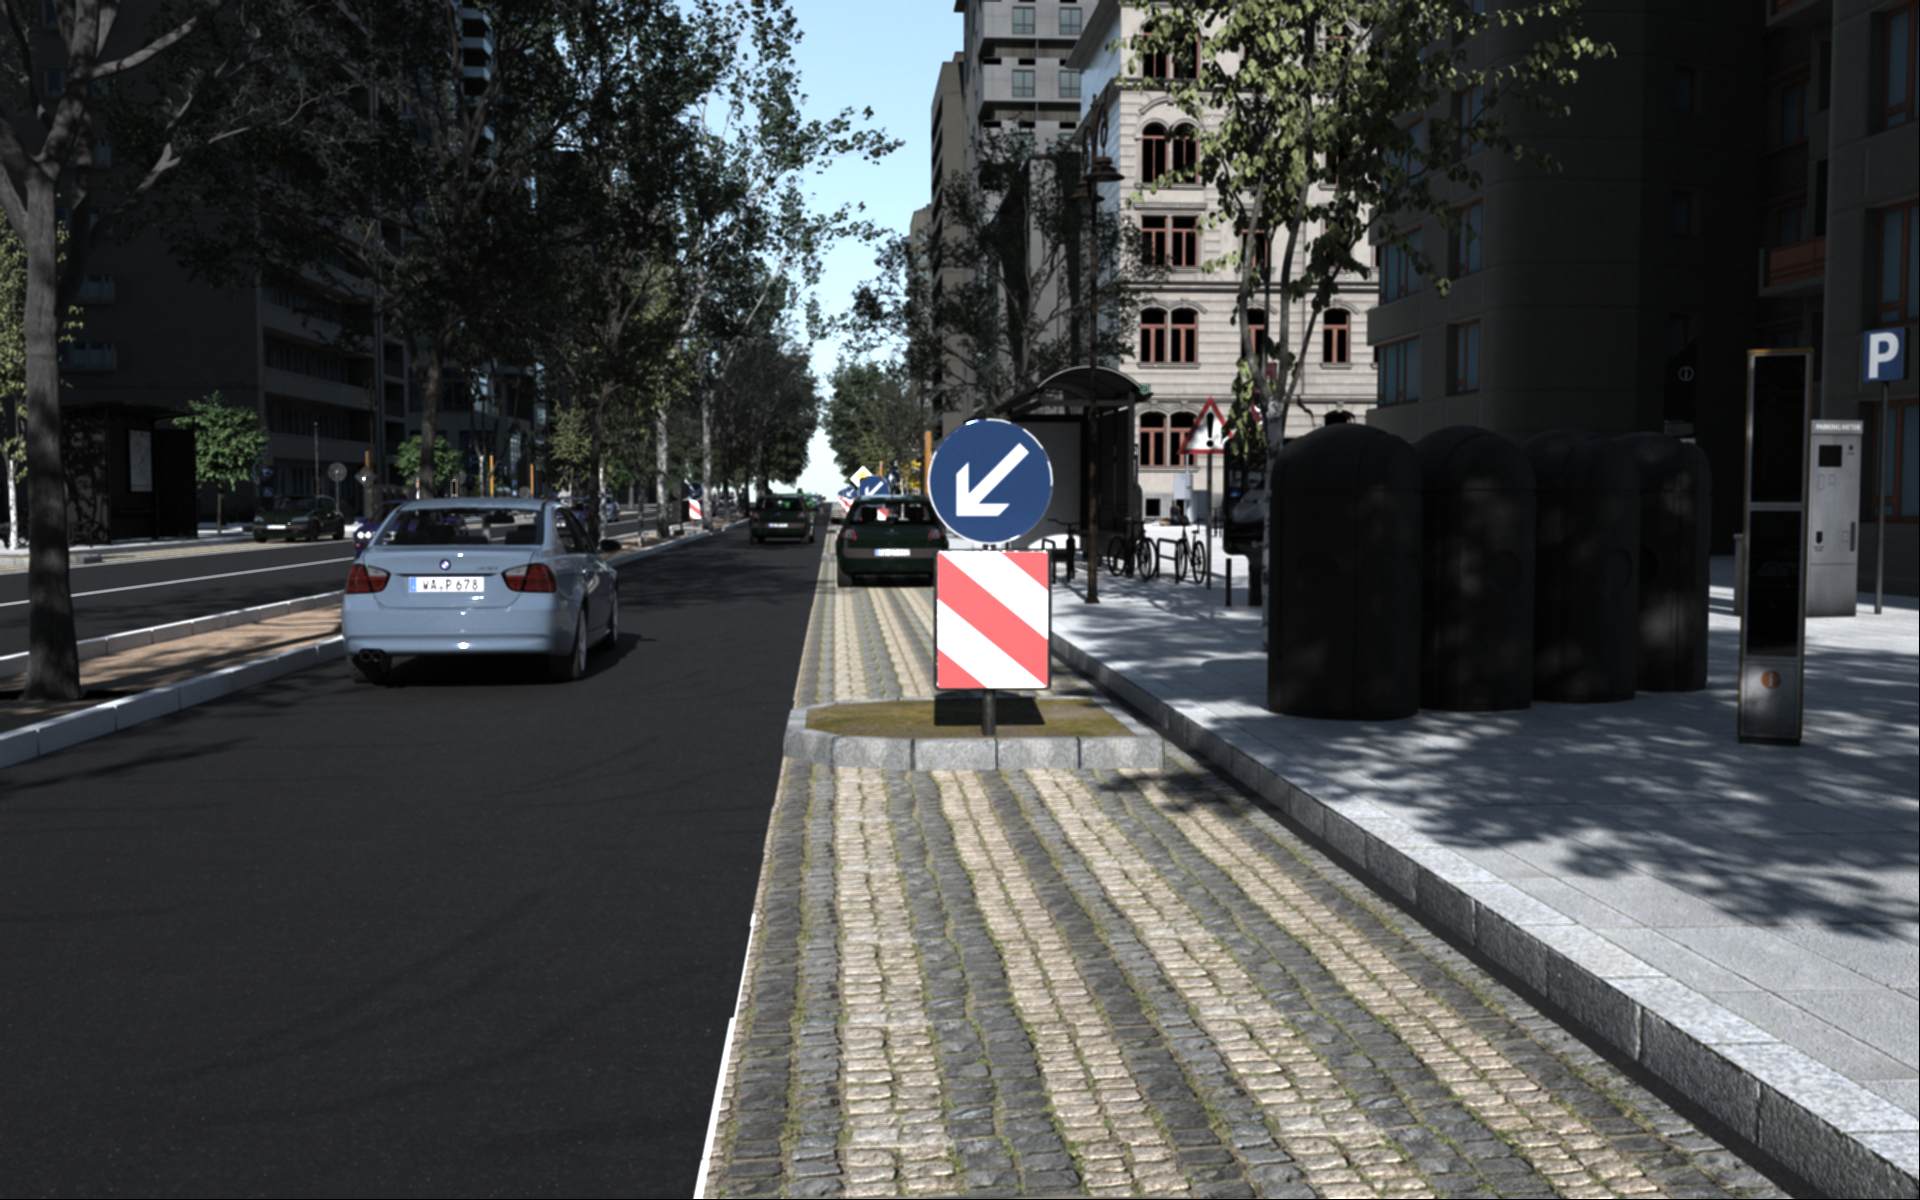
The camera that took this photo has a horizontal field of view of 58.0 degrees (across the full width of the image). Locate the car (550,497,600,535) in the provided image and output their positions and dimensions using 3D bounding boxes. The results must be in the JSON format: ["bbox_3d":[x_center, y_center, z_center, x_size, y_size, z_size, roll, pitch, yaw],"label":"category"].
[{"bbox_3d":[-13.312,-2.823,58.743,1.945,1.354,3.894,0,4,-2],"label":"car"}]

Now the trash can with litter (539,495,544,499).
[{"bbox_3d":[-28.384,-6.564,118.370,1.678,1.210,2.233,0,4,6],"label":"trash can with litter"}]

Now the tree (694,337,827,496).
[{"bbox_3d":[-14.598,-13.415,128.447,9.857,13.997,8.962,0,3,0],"label":"tree"}]

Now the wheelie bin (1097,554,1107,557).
[{"bbox_3d":[3.048,-1.673,35.265,0.693,1.594,0.980,0,4,6],"label":"wheelie bin"}]

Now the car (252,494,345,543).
[{"bbox_3d":[-19.845,-2.583,52.018,2.009,1.686,4.222,0,4,-3],"label":"car"}]

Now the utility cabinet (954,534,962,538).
[{"bbox_3d":[0.169,-2.423,50.778,0.306,1.237,1.020,-2,4,-29],"label":"utility cabinet"}]

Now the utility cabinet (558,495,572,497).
[{"bbox_3d":[-26.615,-6.451,116.634,1.020,1.237,0.306,2,4,32],"label":"utility cabinet"}]

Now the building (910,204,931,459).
[{"bbox_3d":[-0.495,-37.684,266.238,14.600,45.320,14.200,0,4,-4],"label":"building"}]

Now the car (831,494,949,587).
[{"bbox_3d":[-1.091,-1.105,27.849,2.009,1.686,4.222,0,4,-2],"label":"car"}]

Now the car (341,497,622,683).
[{"bbox_3d":[-3.892,-0.152,14.494,2.014,1.417,4.499,0,4,-6],"label":"car"}]

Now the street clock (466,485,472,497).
[{"bbox_3d":[-40.279,-8.415,142.161,0.471,2.002,0.358,-2,4,-25],"label":"street clock"}]

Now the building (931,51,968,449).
[{"bbox_3d":[8.100,-34.502,187.810,21.300,48.544,21.600,0,4,-4],"label":"building"}]

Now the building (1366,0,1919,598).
[{"bbox_3d":[25.074,-11.304,29.863,27.650,21.520,28.899,0,4,-4],"label":"building"}]

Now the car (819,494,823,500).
[{"bbox_3d":[-17.196,-12.047,207.188,2.015,1.641,3.980,0,4,-5],"label":"car"}]

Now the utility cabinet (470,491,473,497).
[{"bbox_3d":[-30.723,-6.238,110.670,1.173,1.500,0.318,1,4,11],"label":"utility cabinet"}]

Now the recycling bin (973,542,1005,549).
[{"bbox_3d":[0.748,-1.652,39.566,0.722,1.027,0.722,2,4,24],"label":"recycling bin"}]

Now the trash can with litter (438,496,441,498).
[{"bbox_3d":[-26.633,-4.702,88.273,0.624,1.170,1.055,0,4,-5],"label":"trash can with litter"}]

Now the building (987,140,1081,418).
[{"bbox_3d":[9.896,-17.879,111.396,14.314,24.678,30.058,0,4,-4],"label":"building"}]

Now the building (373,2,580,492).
[{"bbox_3d":[-51.252,-45.447,181.305,20.563,71.187,20.611,0,4,-4],"label":"building"}]

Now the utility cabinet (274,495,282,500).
[{"bbox_3d":[-31.145,-4.159,79.163,1.020,1.237,0.306,-2,4,-29],"label":"utility cabinet"}]

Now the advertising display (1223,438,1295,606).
[{"bbox_3d":[3.503,-0.895,19.851,0.974,1.923,0.123,0,4,-6],"label":"advertising display"}]

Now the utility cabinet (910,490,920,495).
[{"bbox_3d":[-2.359,-5.005,90.512,0.318,1.500,1.173,-1,4,-16],"label":"utility cabinet"}]

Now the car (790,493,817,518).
[{"bbox_3d":[-7.988,-4.668,85.112,1.959,1.807,4.718,0,4,-4],"label":"car"}]

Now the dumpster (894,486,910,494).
[{"bbox_3d":[-3.239,-6.255,104.760,1.502,2.255,1.985,0,4,-4],"label":"dumpster"}]

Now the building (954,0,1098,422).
[{"bbox_3d":[14.662,-35.090,162.965,28.713,52.752,27.495,0,4,-4],"label":"building"}]

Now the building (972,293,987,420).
[{"bbox_3d":[6.643,-16.599,136.021,10.561,19.102,19.286,0,4,-4],"label":"building"}]

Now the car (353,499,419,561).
[{"bbox_3d":[-11.247,-1.408,35.602,1.945,1.354,3.894,0,4,-6],"label":"car"}]

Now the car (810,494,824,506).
[{"bbox_3d":[-15.289,-10.381,181.738,2.014,1.417,4.499,0,4,-3],"label":"car"}]

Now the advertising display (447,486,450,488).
[{"bbox_3d":[-39.604,-7.882,134.076,0.123,1.923,0.974,-1,4,-9],"label":"advertising display"}]

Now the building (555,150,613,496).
[{"bbox_3d":[-48.292,-31.594,200.150,14.154,41.232,14.086,0,4,-4],"label":"building"}]

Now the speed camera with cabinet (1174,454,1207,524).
[{"bbox_3d":[9.982,-4.912,74.649,0.660,3.252,2.038,3,4,39],"label":"speed camera with cabinet"}]

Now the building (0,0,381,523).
[{"bbox_3d":[-43.189,-28.341,87.084,21.300,48.544,21.600,0,4,-4],"label":"building"}]

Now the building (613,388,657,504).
[{"bbox_3d":[-58.037,-24.624,247.640,27.650,21.520,28.899,0,4,-4],"label":"building"}]

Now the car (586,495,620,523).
[{"bbox_3d":[-18.174,-4.600,87.210,2.014,1.417,4.499,0,4,-5],"label":"car"}]

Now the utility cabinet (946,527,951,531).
[{"bbox_3d":[-0.128,-3.098,59.336,1.173,1.500,0.318,-2,4,-30],"label":"utility cabinet"}]

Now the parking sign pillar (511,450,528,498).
[{"bbox_3d":[-26.846,-7.162,105.572,1.447,3.967,1.447,1,4,14],"label":"parking sign pillar"}]

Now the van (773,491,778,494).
[{"bbox_3d":[-28.457,-15.687,263.499,2.013,2.044,4.112,0,4,-6],"label":"van"}]

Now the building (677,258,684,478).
[{"bbox_3d":[-54.174,-37.171,291.346,14.154,41.232,14.086,0,4,-4],"label":"building"}]

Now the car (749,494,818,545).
[{"bbox_3d":[-5.169,-2.490,50.505,2.009,1.686,4.222,0,4,-2],"label":"car"}]

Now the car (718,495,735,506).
[{"bbox_3d":[-27.430,-11.668,203.355,1.945,1.354,3.894,0,4,-5],"label":"car"}]

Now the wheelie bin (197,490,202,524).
[{"bbox_3d":[-33.097,-4.078,74.582,0.693,1.594,0.980,1,4,22],"label":"wheelie bin"}]

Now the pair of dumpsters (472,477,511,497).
[{"bbox_3d":[-26.867,-5.917,99.229,1.574,2.255,4.437,0,4,-4],"label":"pair of dumpsters"}]

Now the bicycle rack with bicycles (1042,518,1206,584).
[{"bbox_3d":[2.310,-0.754,25.717,2.852,0.926,2.925,0,4,-1],"label":"bicycle rack with bicycles"}]

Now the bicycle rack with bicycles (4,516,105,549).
[{"bbox_3d":[-22.135,-1.729,41.658,2.925,0.926,2.852,-2,4,-29],"label":"bicycle rack with bicycles"}]

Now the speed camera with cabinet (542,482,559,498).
[{"bbox_3d":[-31.531,-8.542,134.002,0.660,3.252,2.038,1,4,23],"label":"speed camera with cabinet"}]

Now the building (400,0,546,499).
[{"bbox_3d":[-49.462,-51.527,155.142,22.319,86.520,31.000,0,4,-4],"label":"building"}]

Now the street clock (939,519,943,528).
[{"bbox_3d":[-0.587,-3.082,54.962,0.358,2.002,0.471,2,4,28],"label":"street clock"}]

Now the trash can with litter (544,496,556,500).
[{"bbox_3d":[-26.880,-6.235,113.326,0.624,1.170,1.055,2,4,34],"label":"trash can with litter"}]

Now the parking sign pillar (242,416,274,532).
[{"bbox_3d":[-23.915,-4.342,59.472,1.447,3.967,1.447,-2,4,-33],"label":"parking sign pillar"}]

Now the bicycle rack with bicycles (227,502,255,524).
[{"bbox_3d":[-31.018,-3.853,76.385,2.925,0.926,2.852,0,4,-3],"label":"bicycle rack with bicycles"}]

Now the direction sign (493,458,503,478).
[{"bbox_3d":[-29.175,-7.163,109.114,0.876,3.537,0.379,1,4,23],"label":"direction sign"}]

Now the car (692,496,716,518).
[{"bbox_3d":[-15.336,-5.458,101.819,1.945,1.354,3.894,0,4,-2],"label":"car"}]

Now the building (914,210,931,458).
[{"bbox_3d":[0.343,-34.731,251.444,14.154,41.232,14.086,0,4,-4],"label":"building"}]

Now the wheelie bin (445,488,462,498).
[{"bbox_3d":[-27.138,-5.197,92.880,0.980,1.594,0.693,0,4,-2],"label":"wheelie bin"}]

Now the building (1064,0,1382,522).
[{"bbox_3d":[17.691,-18.159,84.286,23.554,28.519,14.401,0,4,-4],"label":"building"}]

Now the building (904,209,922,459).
[{"bbox_3d":[2.074,-40.954,289.200,23.786,49.044,30.456,0,4,-4],"label":"building"}]

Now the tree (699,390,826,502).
[{"bbox_3d":[-15.556,-13.428,139.014,9.611,12.733,9.660,0,3,0],"label":"tree"}]

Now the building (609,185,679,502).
[{"bbox_3d":[-56.155,-39.704,272.864,21.300,48.544,21.600,0,4,-4],"label":"building"}]
